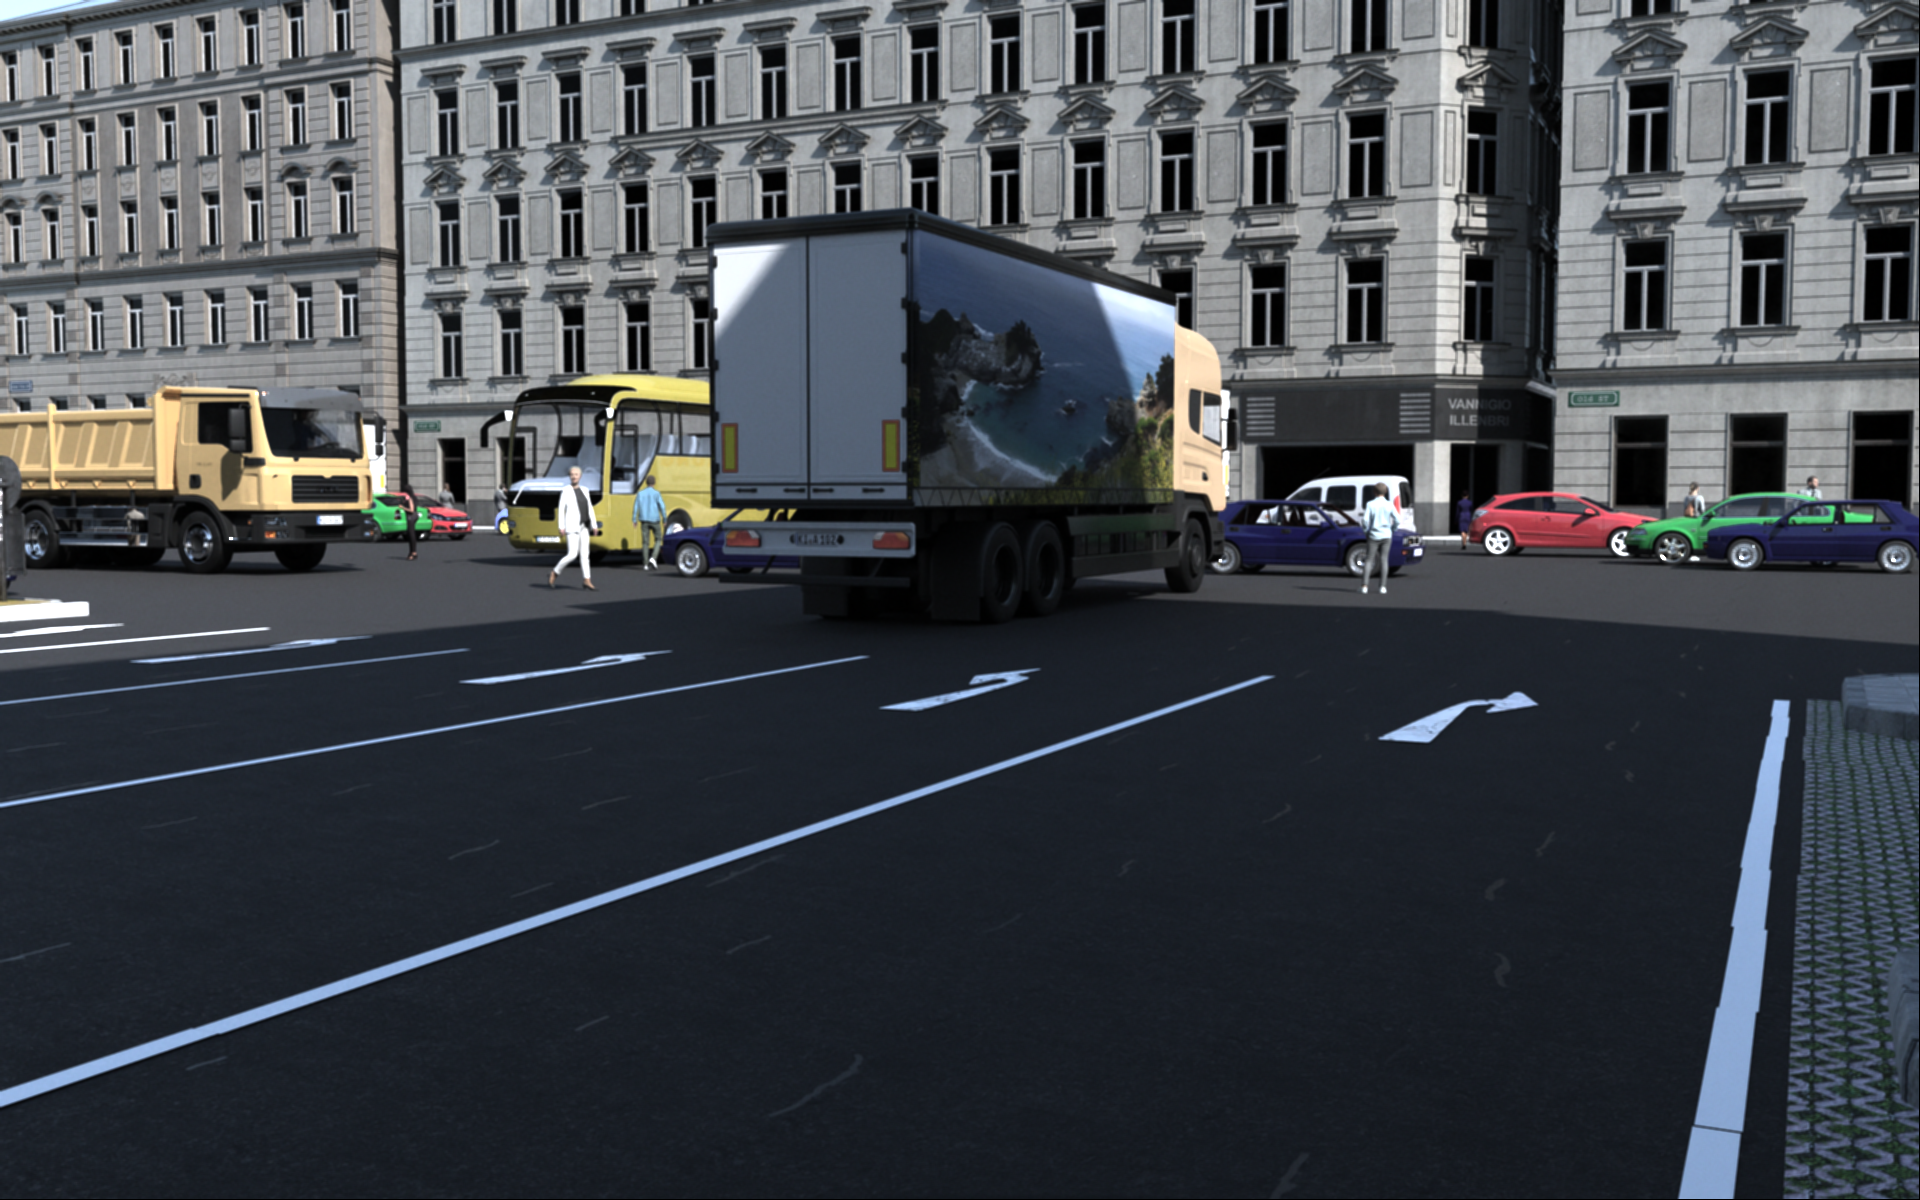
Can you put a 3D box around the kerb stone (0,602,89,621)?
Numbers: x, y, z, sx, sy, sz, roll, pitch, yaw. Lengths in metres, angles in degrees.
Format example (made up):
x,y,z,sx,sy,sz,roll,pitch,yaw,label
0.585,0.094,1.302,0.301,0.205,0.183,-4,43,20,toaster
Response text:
x,y,z,sx,sy,sz,roll,pitch,yaw,label
-10.582,0.131,20.061,0.120,0.150,1.000,2,4,26,kerb stone

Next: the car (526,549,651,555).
x,y,z,sx,sy,sz,roll,pitch,yaw,label
-8.721,-1.963,41.877,4.222,1.686,2.009,2,4,28,car

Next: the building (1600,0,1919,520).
x,y,z,sx,sy,sz,roll,pitch,yaw,label
39.826,-16.533,46.733,44.131,29.872,17.030,2,4,26,building

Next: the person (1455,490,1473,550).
x,y,z,sx,sy,sz,roll,pitch,yaw,label
12.984,-2.069,44.698,0.453,1.535,0.546,-1,4,-10,person

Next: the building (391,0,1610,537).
x,y,z,sx,sy,sz,roll,pitch,yaw,label
0.459,-17.751,66.649,44.131,29.872,17.030,2,4,26,building

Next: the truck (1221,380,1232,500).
x,y,z,sx,sy,sz,roll,pitch,yaw,label
1.227,-3.416,44.764,11.283,4.237,2.839,2,4,27,truck

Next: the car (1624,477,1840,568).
x,y,z,sx,sy,sz,roll,pitch,yaw,label
15.852,-1.587,34.750,4.718,1.807,1.959,2,4,26,car

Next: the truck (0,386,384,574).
x,y,z,sx,sy,sz,roll,pitch,yaw,label
-14.898,-2.258,32.838,9.791,3.379,3.469,2,4,27,truck

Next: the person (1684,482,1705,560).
x,y,z,sx,sy,sz,roll,pitch,yaw,label
15.847,-1.707,37.412,0.522,1.701,0.512,-3,5,-39,person

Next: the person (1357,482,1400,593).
x,y,z,sx,sy,sz,roll,pitch,yaw,label
6.085,-0.907,25.147,0.589,1.601,0.330,1,4,9,person

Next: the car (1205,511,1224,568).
x,y,z,sx,sy,sz,roll,pitch,yaw,label
4.275,-1.502,34.147,3.694,1.707,1.945,2,4,27,car

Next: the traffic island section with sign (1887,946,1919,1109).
x,y,z,sx,sy,sz,roll,pitch,yaw,label
3.302,0.284,3.978,1.989,1.847,2.006,2,4,26,traffic island section with sign

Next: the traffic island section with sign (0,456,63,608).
x,y,z,sx,sy,sz,roll,pitch,yaw,label
-11.674,-0.734,20.140,2.006,1.907,1.989,2,4,26,traffic island section with sign

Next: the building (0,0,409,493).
x,y,z,sx,sy,sz,roll,pitch,yaw,label
-31.669,-17.282,79.816,25.104,27.353,12.463,2,4,26,building

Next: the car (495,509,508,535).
x,y,z,sx,sy,sz,roll,pitch,yaw,label
-14.435,-3.101,60.296,3.694,1.707,1.945,2,4,25,car

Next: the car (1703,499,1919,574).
x,y,z,sx,sy,sz,roll,pitch,yaw,label
16.026,-1.211,32.375,3.894,1.354,1.945,2,4,27,car

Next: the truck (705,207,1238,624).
x,y,z,sx,sy,sz,roll,pitch,yaw,label
0.903,-2.055,22.505,2.839,4.237,11.283,2,4,26,truck

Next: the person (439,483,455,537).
x,y,z,sx,sy,sz,roll,pitch,yaw,label
-16.972,-2.964,57.230,0.520,1.790,0.573,-1,4,-17,person

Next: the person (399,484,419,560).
x,y,z,sx,sy,sz,roll,pitch,yaw,label
-11.996,-1.693,37.651,0.593,1.643,0.415,3,5,42,person

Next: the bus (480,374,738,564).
x,y,z,sx,sy,sz,roll,pitch,yaw,label
-5.491,-2.893,38.842,2.896,3.916,12.252,2,4,25,bus

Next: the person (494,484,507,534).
x,y,z,sx,sy,sz,roll,pitch,yaw,label
-16.377,-3.257,61.925,0.473,1.802,0.592,-2,4,-27,person

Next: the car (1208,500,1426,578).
x,y,z,sx,sy,sz,roll,pitch,yaw,label
6.203,-1.114,30.788,3.894,1.354,1.945,2,4,28,car

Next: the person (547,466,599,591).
x,y,z,sx,sy,sz,roll,pitch,yaw,label
-5.760,-1.063,25.766,0.818,1.842,0.514,1,4,18,person

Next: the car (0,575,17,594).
x,y,z,sx,sy,sz,roll,pitch,yaw,label
-15.203,-0.733,24.571,3.894,1.354,1.945,2,4,27,car

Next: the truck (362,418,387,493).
x,y,z,sx,sy,sz,roll,pitch,yaw,label
-27.040,-4.760,66.741,11.283,4.237,2.839,2,4,28,truck

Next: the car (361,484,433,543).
x,y,z,sx,sy,sz,roll,pitch,yaw,label
-18.127,-2.655,52.210,4.718,1.807,1.959,2,4,26,car

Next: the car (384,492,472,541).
x,y,z,sx,sy,sz,roll,pitch,yaw,label
-17.286,-2.760,54.174,4.494,1.783,2.155,2,4,27,car

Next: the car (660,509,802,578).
x,y,z,sx,sy,sz,roll,pitch,yaw,label
-3.191,-1.055,29.833,3.894,1.354,1.945,2,4,26,car

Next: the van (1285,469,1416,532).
x,y,z,sx,sy,sz,roll,pitch,yaw,label
8.352,-2.015,39.952,4.112,2.044,2.013,2,4,28,van

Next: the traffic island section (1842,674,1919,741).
x,y,z,sx,sy,sz,roll,pitch,yaw,label
6.663,0.699,10.859,2.009,0.180,2.903,2,4,26,traffic island section

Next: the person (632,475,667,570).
x,y,z,sx,sy,sz,roll,pitch,yaw,label
-5.837,-1.451,32.573,0.601,1.785,0.444,0,4,5,person

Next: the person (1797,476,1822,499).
x,y,z,sx,sy,sz,roll,pitch,yaw,label
17.927,-1.712,36.590,0.635,1.810,0.391,-1,4,-14,person

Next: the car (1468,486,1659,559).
x,y,z,sx,sy,sz,roll,pitch,yaw,label
14.035,-1.884,39.842,4.494,1.783,2.155,2,4,28,car

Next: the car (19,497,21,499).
x,y,z,sx,sy,sz,roll,pitch,yaw,label
-30.549,-2.721,56.292,4.920,1.459,2.131,2,4,27,car
